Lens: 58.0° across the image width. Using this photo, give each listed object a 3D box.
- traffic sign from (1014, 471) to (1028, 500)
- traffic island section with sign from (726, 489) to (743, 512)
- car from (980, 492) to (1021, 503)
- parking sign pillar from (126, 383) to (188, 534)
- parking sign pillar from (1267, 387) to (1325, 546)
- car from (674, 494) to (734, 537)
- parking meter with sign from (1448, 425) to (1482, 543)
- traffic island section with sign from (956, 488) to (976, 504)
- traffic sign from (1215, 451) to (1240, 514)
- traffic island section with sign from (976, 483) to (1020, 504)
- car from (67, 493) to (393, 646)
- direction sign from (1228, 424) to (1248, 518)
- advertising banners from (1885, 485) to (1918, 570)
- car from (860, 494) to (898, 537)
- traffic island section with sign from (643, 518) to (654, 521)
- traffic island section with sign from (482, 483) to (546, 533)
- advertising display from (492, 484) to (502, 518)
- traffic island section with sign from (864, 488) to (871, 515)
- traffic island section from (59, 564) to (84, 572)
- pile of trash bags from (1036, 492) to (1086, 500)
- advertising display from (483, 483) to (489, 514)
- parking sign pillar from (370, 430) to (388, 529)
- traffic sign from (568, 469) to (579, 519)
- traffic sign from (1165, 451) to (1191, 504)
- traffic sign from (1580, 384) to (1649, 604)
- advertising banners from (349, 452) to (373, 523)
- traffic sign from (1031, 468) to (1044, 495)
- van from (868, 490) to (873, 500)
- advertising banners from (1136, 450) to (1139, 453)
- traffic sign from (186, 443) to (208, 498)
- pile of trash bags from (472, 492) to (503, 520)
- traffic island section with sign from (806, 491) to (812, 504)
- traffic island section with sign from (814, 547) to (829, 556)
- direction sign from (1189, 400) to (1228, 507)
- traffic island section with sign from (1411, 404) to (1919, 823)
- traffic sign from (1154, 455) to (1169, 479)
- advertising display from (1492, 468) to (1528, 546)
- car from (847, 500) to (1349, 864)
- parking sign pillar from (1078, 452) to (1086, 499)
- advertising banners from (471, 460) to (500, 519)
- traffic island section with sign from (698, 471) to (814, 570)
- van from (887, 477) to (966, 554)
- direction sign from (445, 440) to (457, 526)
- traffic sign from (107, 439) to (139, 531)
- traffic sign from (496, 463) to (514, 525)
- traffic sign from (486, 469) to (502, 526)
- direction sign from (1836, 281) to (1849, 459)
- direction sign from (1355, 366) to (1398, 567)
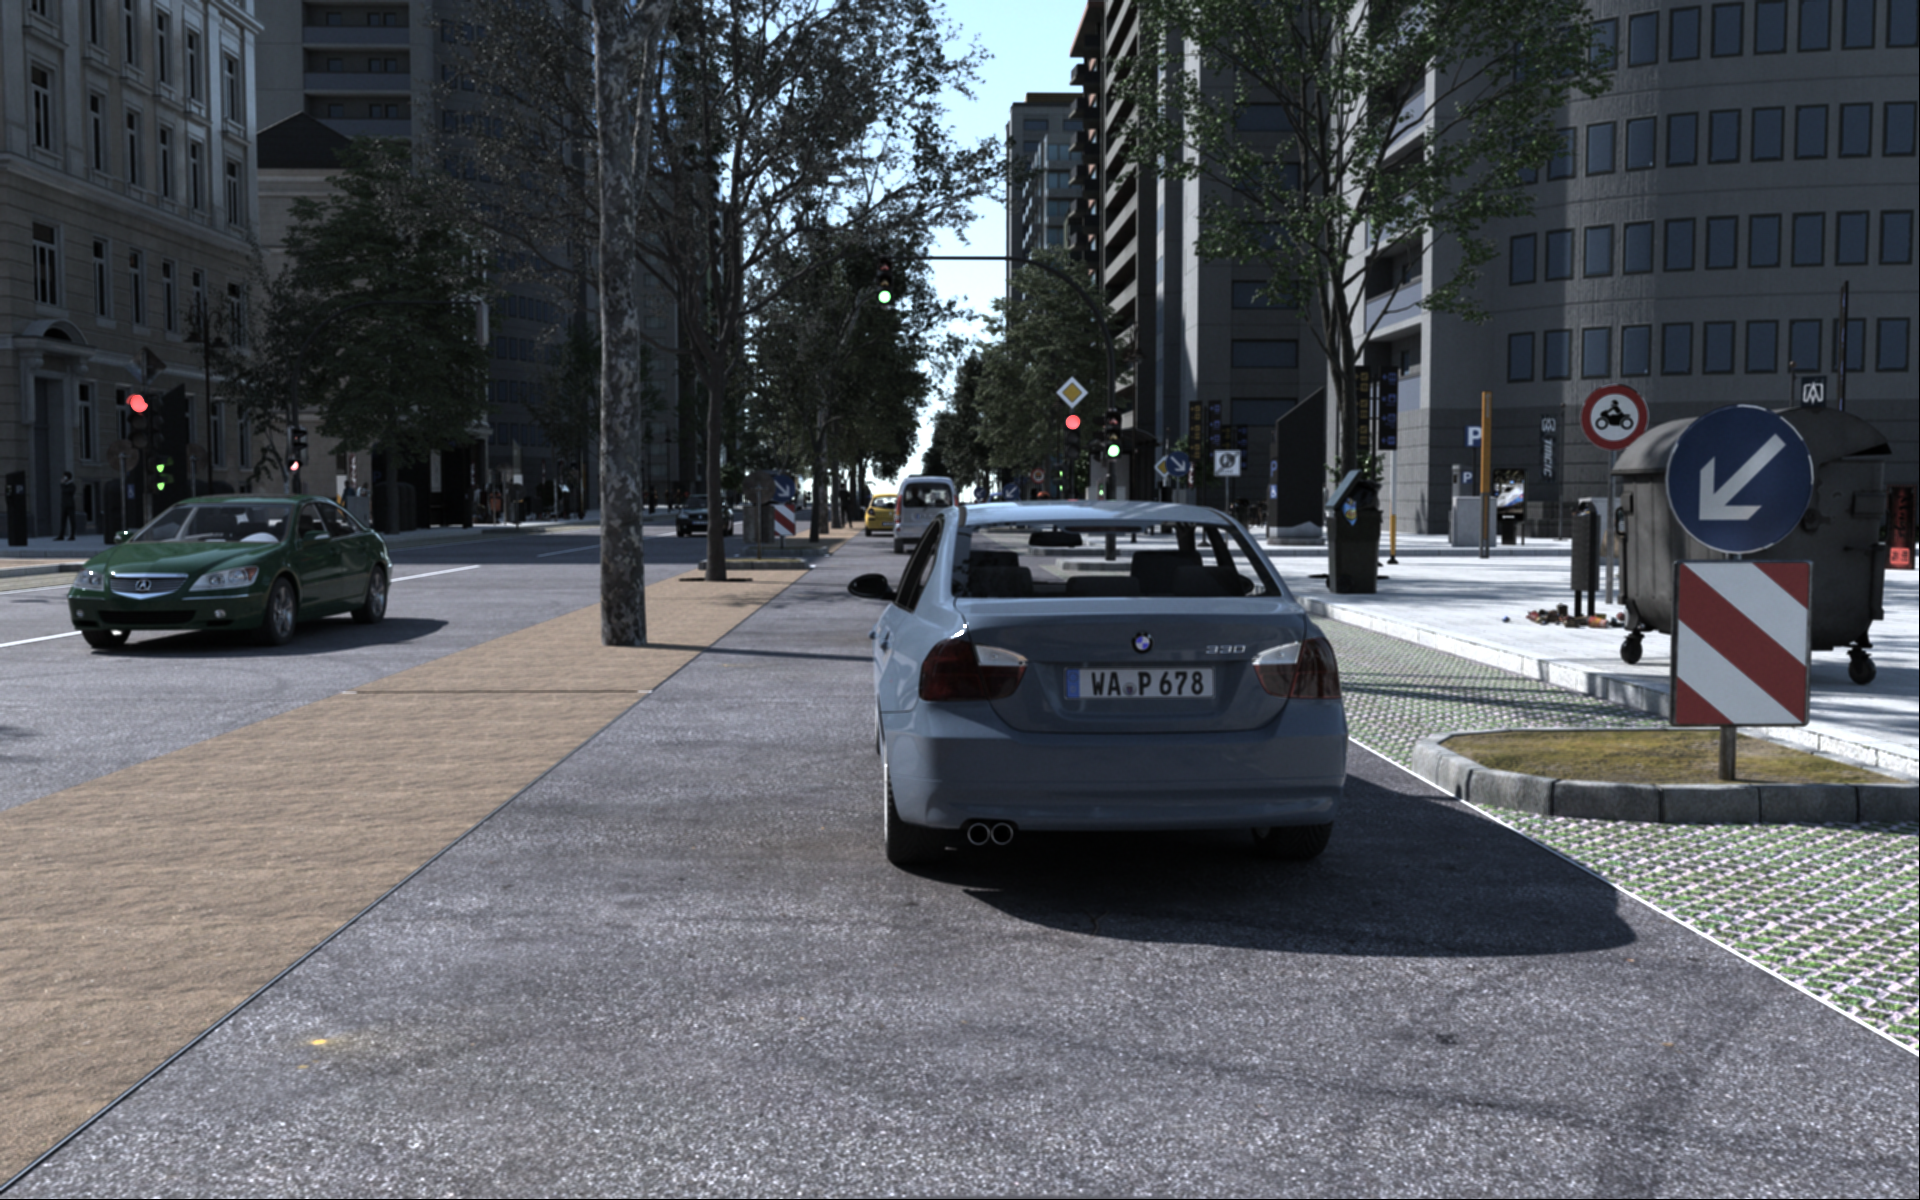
[{"bbox_3d":[3.297,-5.734,93.861,0.768,2.556,0.104,0,4,4],"label":"traffic sign"},{"bbox_3d":[-18.521,-8.009,139.576,1.989,1.847,2.006,0,4,-2],"label":"traffic island section with sign"},{"bbox_3d":[1.756,-3.731,70.599,1.945,1.707,3.694,0,4,-2],"label":"car"},{"bbox_3d":[-19.357,-3.257,41.731,1.447,3.967,1.447,3,4,38],"label":"parking sign pillar"},{"bbox_3d":[8.459,-3.367,43.518,1.447,3.967,1.447,-1,4,-19],"label":"parking sign pillar"},{"bbox_3d":[-8.755,-3.044,59.558,2.009,1.686,4.222,0,4,-4],"label":"car"},{"bbox_3d":[13.073,-2.974,44.880,0.543,3.016,1.738,0,3,0],"label":"parking meter with sign"},{"bbox_3d":[0.915,-5.044,91.104,1.989,1.847,2.006,0,4,-2],"label":"traffic island section with sign"},{"bbox_3d":[6.220,-2.338,40.359,0.606,2.300,0.079,0,4,8],"label":"traffic sign"},{"bbox_3d":[1.722,-3.358,63.536,1.989,1.847,2.006,0,4,-2],"label":"traffic island section with sign"},{"bbox_3d":[-7.320,-0.368,17.810,2.131,1.459,4.920,0,4,-1],"label":"car"},{"bbox_3d":[8.932,-3.945,56.504,0.876,3.537,0.379,1,4,23],"label":"direction sign"},{"bbox_3d":[15.946,-2.029,29.358,0.090,3.025,2.074,-3,4,-37],"label":"advertising banners"},{"bbox_3d":[-2.442,-3.040,59.928,2.015,1.641,3.980,0,4,-3],"label":"car"},{"bbox_3d":[-17.107,-5.022,90.733,1.989,1.847,2.006,0,4,-2],"label":"traffic island section with sign"},{"bbox_3d":[-16.305,-3.358,63.525,1.989,1.847,2.006,0,4,-2],"label":"traffic island section with sign"},{"bbox_3d":[-24.796,-5.358,92.812,0.123,1.923,0.974,-3,5,-39],"label":"advertising display"},{"bbox_3d":[-6.346,-6.597,115.990,2.006,1.907,1.989,0,4,-2],"label":"traffic island section with sign"},{"bbox_3d":[-15.415,-0.650,32.912,2.009,0.180,2.903,0,4,-2],"label":"traffic island section"},{"bbox_3d":[4.918,-4.034,75.710,3.447,1.369,1.912,-2,4,-25],"label":"pile of trash bags"},{"bbox_3d":[-28.252,-5.999,103.299,0.123,1.923,0.974,0,4,-2],"label":"advertising display"},{"bbox_3d":[-21.588,-4.667,64.782,1.447,3.967,1.447,0,3,0],"label":"parking sign pillar"},{"bbox_3d":[-19.941,-5.478,89.678,0.768,2.556,0.104,0,4,4],"label":"traffic sign"},{"bbox_3d":[6.439,-3.126,51.211,0.768,2.556,0.104,0,4,2],"label":"traffic sign"},{"bbox_3d":[7.590,-1.227,20.175,0.768,2.556,0.104,0,4,5],"label":"traffic sign"},{"bbox_3d":[-24.628,-4.612,71.586,2.074,3.025,0.090,3,4,38],"label":"advertising banners"},{"bbox_3d":[3.839,-5.190,84.961,0.768,2.556,0.104,0,4,-1],"label":"traffic sign"},{"bbox_3d":[-13.755,-15.077,250.898,2.240,2.365,5.245,0,4,-4],"label":"van"},{"bbox_3d":[6.716,-4.322,66.857,0.090,3.025,2.074,1,4,17],"label":"advertising banners"},{"bbox_3d":[-19.122,-2.636,43.210,0.768,2.556,0.104,0,4,5],"label":"traffic sign"},{"bbox_3d":[-23.169,-4.365,81.128,3.447,1.369,1.912,0,4,-5],"label":"pile of trash bags"},{"bbox_3d":[-21.740,-14.772,250.142,1.989,1.847,2.006,0,4,-2],"label":"traffic island section with sign"},{"bbox_3d":[-4.152,-2.003,40.883,2.006,1.907,1.989,0,4,-2],"label":"traffic island section with sign"},{"bbox_3d":[5.933,-3.058,41.992,0.876,3.537,0.379,3,4,38],"label":"direction sign"},{"bbox_3d":[3.323,0.011,8.445,1.989,1.847,2.006,0,4,-2],"label":"traffic island section with sign"},{"bbox_3d":[6.977,-3.625,59.009,0.795,2.593,0.064,0,4,8],"label":"traffic sign"},{"bbox_3d":[13.795,-2.340,43.474,0.123,1.923,0.974,-2,4,-35],"label":"advertising display"},{"bbox_3d":[0.485,0.242,8.047,2.014,1.417,4.499,0,4,-4],"label":"car"},{"bbox_3d":[6.544,-6.304,91.542,1.447,3.967,1.447,0,4,-8],"label":"parking sign pillar"},{"bbox_3d":[-24.360,-5.652,88.602,0.090,3.025,2.074,2,4,32],"label":"advertising banners"},{"bbox_3d":[-3.946,-1.550,33.479,2.006,1.907,1.989,0,4,-2],"label":"traffic island section with sign"},{"bbox_3d":[-0.826,-2.207,43.089,2.013,2.044,4.112,0,4,-2],"label":"van"},{"bbox_3d":[-20.915,-4.803,70.528,0.876,3.537,0.379,0,4,-1],"label":"direction sign"},{"bbox_3d":[-19.456,-2.456,40.263,0.768,2.556,0.104,0,4,3],"label":"traffic sign"},{"bbox_3d":[-18.771,-4.360,71.392,0.768,2.556,0.104,0,4,0],"label":"traffic sign"},{"bbox_3d":[-18.937,-4.177,70.425,0.606,2.300,0.079,0,4,-1],"label":"traffic sign"},{"bbox_3d":[9.577,-1.643,18.865,0.379,3.537,0.876,2,4,24],"label":"direction sign"},{"bbox_3d":[7.325,-2.366,30.674,0.876,3.537,0.379,-1,4,-13],"label":"direction sign"}]
